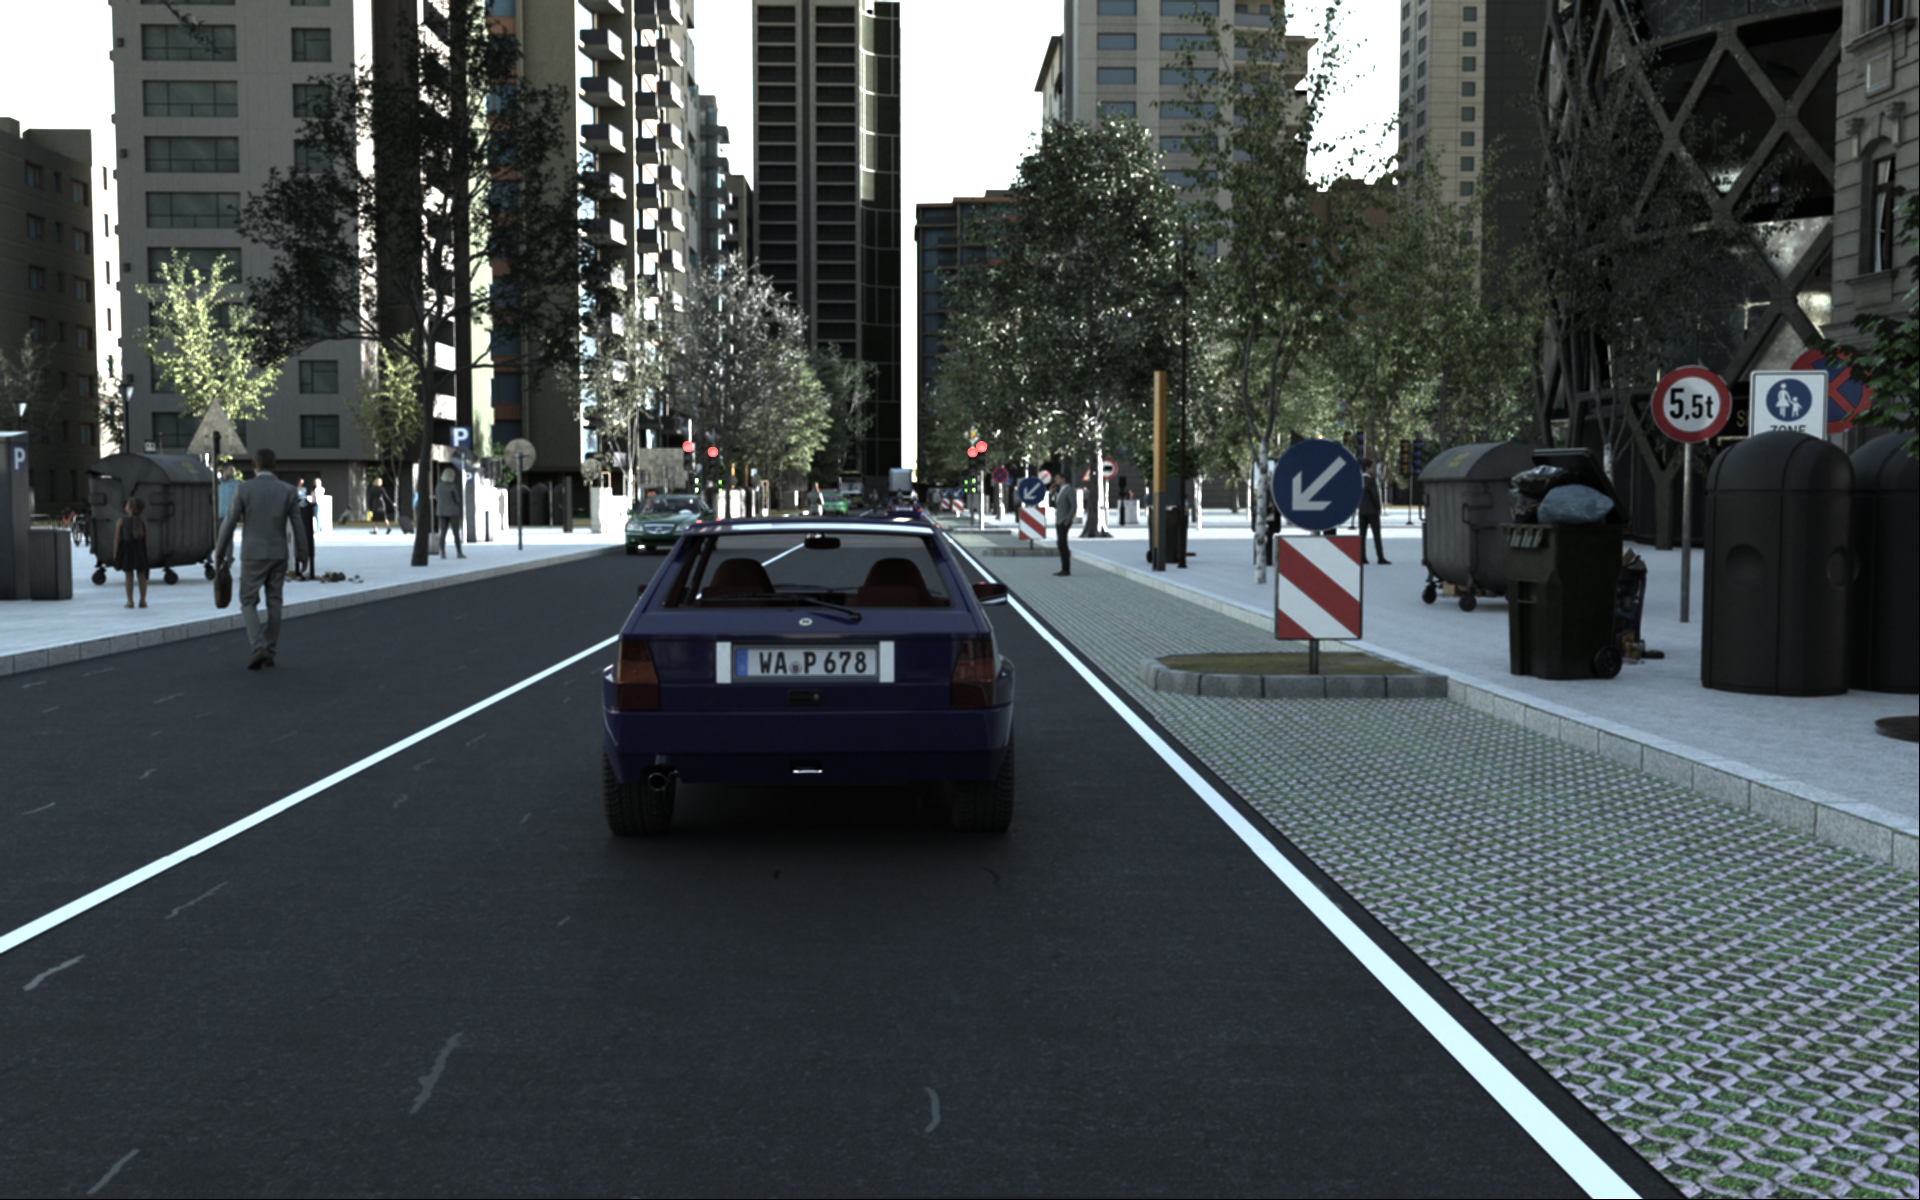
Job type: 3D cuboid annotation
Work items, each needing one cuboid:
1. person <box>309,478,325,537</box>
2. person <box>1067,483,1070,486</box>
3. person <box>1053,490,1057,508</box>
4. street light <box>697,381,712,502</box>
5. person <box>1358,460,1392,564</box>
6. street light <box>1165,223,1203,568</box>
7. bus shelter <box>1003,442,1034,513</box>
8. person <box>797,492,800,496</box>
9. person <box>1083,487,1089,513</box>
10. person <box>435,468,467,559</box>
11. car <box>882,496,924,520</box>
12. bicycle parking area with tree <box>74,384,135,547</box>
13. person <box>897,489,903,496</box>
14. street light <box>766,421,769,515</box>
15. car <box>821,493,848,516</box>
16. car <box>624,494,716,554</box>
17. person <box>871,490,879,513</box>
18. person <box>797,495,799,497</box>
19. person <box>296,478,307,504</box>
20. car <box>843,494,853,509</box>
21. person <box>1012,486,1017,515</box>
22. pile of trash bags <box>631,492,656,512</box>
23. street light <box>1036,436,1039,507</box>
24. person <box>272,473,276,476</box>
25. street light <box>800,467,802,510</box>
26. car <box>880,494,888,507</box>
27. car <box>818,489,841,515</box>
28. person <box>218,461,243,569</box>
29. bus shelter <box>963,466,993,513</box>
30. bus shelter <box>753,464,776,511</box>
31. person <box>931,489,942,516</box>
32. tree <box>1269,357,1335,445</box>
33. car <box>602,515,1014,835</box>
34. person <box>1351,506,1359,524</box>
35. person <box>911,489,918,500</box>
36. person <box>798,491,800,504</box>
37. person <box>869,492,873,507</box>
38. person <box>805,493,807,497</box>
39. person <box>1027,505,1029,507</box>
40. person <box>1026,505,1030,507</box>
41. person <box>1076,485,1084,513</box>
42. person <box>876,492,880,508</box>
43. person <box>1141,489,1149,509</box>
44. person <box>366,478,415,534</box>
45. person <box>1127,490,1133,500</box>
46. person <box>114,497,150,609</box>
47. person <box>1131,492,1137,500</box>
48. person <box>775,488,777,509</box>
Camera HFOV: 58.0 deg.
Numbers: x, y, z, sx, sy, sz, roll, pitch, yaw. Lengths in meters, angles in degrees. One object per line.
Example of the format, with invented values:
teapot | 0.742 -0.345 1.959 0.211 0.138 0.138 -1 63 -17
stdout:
person | -19.176 -2.757 51.712 0.593 1.750 0.643 2 4 33
person | 5.574 -5.080 89.068 0.822 1.834 0.622 -2 4 -33
person | 8.656 -9.212 157.591 0.436 1.711 0.756 0 4 -5
street light | -10.464 -6.007 71.000 0.468 5.910 1.993 0 4 -2
person | 7.564 -1.617 31.840 0.474 1.900 0.648 -2 4 -35
street light | 3.859 -3.493 29.896 0.468 5.910 1.993 0 4 -2
bus shelter | 3.850 -8.773 121.071 2.179 5.291 8.768 0 4 -2
person | -15.487 -9.574 162.555 1.348 1.826 0.705 0 4 3
person | 8.621 -6.913 119.257 0.473 1.802 0.592 -1 4 -19
person | -10.213 -1.736 34.608 0.537 1.800 0.526 2 4 24
car | -2.584 -4.059 78.943 1.945 1.354 3.894 0 4 -3
bicycle parking area with tree | -24.192 -3.519 44.540 8.231 4.147 9.016 0 4 -7
person | -4.017 -6.637 117.190 0.511 1.800 0.466 2 4 32
street light | -11.542 -8.031 104.089 0.468 5.910 1.993 0 4 -2
car | -8.109 -6.209 110.319 1.959 1.807 4.718 0 3 0
car | -7.078 -1.895 42.784 2.131 1.459 4.920 0 4 -1
person | -6.364 -7.411 130.092 0.534 1.772 0.576 2 4 34
person | -20.675 -12.840 216.686 1.217 1.736 0.721 2 4 29
person | -22.483 -3.229 58.927 0.778 1.811 0.616 3 5 39
car | -11.048 -9.282 163.770 2.014 1.417 4.499 0 4 -1
person | 3.499 -6.229 108.007 0.853 1.813 0.709 -3 4 -36
pile of trash bags | -12.637 -3.741 70.919 1.912 1.369 3.447 -1 4 -13
street light | 2.782 -5.472 62.252 0.468 5.910 1.993 0 4 -2
person | -15.766 -2.022 39.645 0.362 1.759 0.519 0 4 5
street light | -12.505 -9.979 135.942 0.468 5.910 1.993 0 4 -2
car | -7.763 -10.860 189.558 2.014 1.417 4.499 0 4 -4
car | -9.204 -6.775 119.450 2.281 1.827 5.304 0 4 -2
person | -12.590 -1.463 29.833 0.638 1.841 0.748 0 4 3
bus shelter | 1.307 -7.834 122.013 2.014 3.302 5.546 0 4 -2
bus shelter | -15.376 -8.985 138.185 1.731 3.624 6.357 0 4 -2
person | -1.509 -6.387 113.411 0.782 1.767 0.515 3 5 39
tree | 24.877 -10.793 102.215 9.928 11.665 9.643 0 3 0
car | -0.696 0.240 8.663 1.945 1.354 3.894 0 4 -3
person | 17.352 -4.233 75.441 0.537 1.800 0.526 3 5 43
person | -3.381 -7.216 126.577 0.850 1.850 0.679 2 4 32
person | -17.897 -11.513 195.085 0.742 1.727 0.445 1 4 19
person | -9.893 -11.252 193.403 0.756 1.711 0.436 3 5 40
person | -18.587 -12.266 207.373 1.217 1.735 0.721 0 4 -4
person | 5.148 -7.849 134.627 0.529 1.795 0.600 1 4 11
person | 5.401 -8.408 143.359 0.795 1.843 0.661 -1 4 -12
person | 8.044 -6.834 117.136 0.474 1.900 0.648 -2 4 -35
person | -8.231 -9.990 173.300 0.415 1.643 0.593 1 4 11
person | 16.496 -8.956 152.430 1.348 1.831 0.705 -2 4 -27
person | -18.301 -3.009 55.450 1.509 1.804 0.699 1 4 22
person | 15.122 -8.951 153.856 0.593 1.643 0.415 0 4 7
person | -9.308 -0.535 19.459 0.362 1.253 0.373 -3 4 -36
person | 15.391 -8.917 155.063 0.991 1.433 0.599 -1 4 -22
person | -15.665 -8.635 147.313 0.705 1.812 1.348 3 5 42
